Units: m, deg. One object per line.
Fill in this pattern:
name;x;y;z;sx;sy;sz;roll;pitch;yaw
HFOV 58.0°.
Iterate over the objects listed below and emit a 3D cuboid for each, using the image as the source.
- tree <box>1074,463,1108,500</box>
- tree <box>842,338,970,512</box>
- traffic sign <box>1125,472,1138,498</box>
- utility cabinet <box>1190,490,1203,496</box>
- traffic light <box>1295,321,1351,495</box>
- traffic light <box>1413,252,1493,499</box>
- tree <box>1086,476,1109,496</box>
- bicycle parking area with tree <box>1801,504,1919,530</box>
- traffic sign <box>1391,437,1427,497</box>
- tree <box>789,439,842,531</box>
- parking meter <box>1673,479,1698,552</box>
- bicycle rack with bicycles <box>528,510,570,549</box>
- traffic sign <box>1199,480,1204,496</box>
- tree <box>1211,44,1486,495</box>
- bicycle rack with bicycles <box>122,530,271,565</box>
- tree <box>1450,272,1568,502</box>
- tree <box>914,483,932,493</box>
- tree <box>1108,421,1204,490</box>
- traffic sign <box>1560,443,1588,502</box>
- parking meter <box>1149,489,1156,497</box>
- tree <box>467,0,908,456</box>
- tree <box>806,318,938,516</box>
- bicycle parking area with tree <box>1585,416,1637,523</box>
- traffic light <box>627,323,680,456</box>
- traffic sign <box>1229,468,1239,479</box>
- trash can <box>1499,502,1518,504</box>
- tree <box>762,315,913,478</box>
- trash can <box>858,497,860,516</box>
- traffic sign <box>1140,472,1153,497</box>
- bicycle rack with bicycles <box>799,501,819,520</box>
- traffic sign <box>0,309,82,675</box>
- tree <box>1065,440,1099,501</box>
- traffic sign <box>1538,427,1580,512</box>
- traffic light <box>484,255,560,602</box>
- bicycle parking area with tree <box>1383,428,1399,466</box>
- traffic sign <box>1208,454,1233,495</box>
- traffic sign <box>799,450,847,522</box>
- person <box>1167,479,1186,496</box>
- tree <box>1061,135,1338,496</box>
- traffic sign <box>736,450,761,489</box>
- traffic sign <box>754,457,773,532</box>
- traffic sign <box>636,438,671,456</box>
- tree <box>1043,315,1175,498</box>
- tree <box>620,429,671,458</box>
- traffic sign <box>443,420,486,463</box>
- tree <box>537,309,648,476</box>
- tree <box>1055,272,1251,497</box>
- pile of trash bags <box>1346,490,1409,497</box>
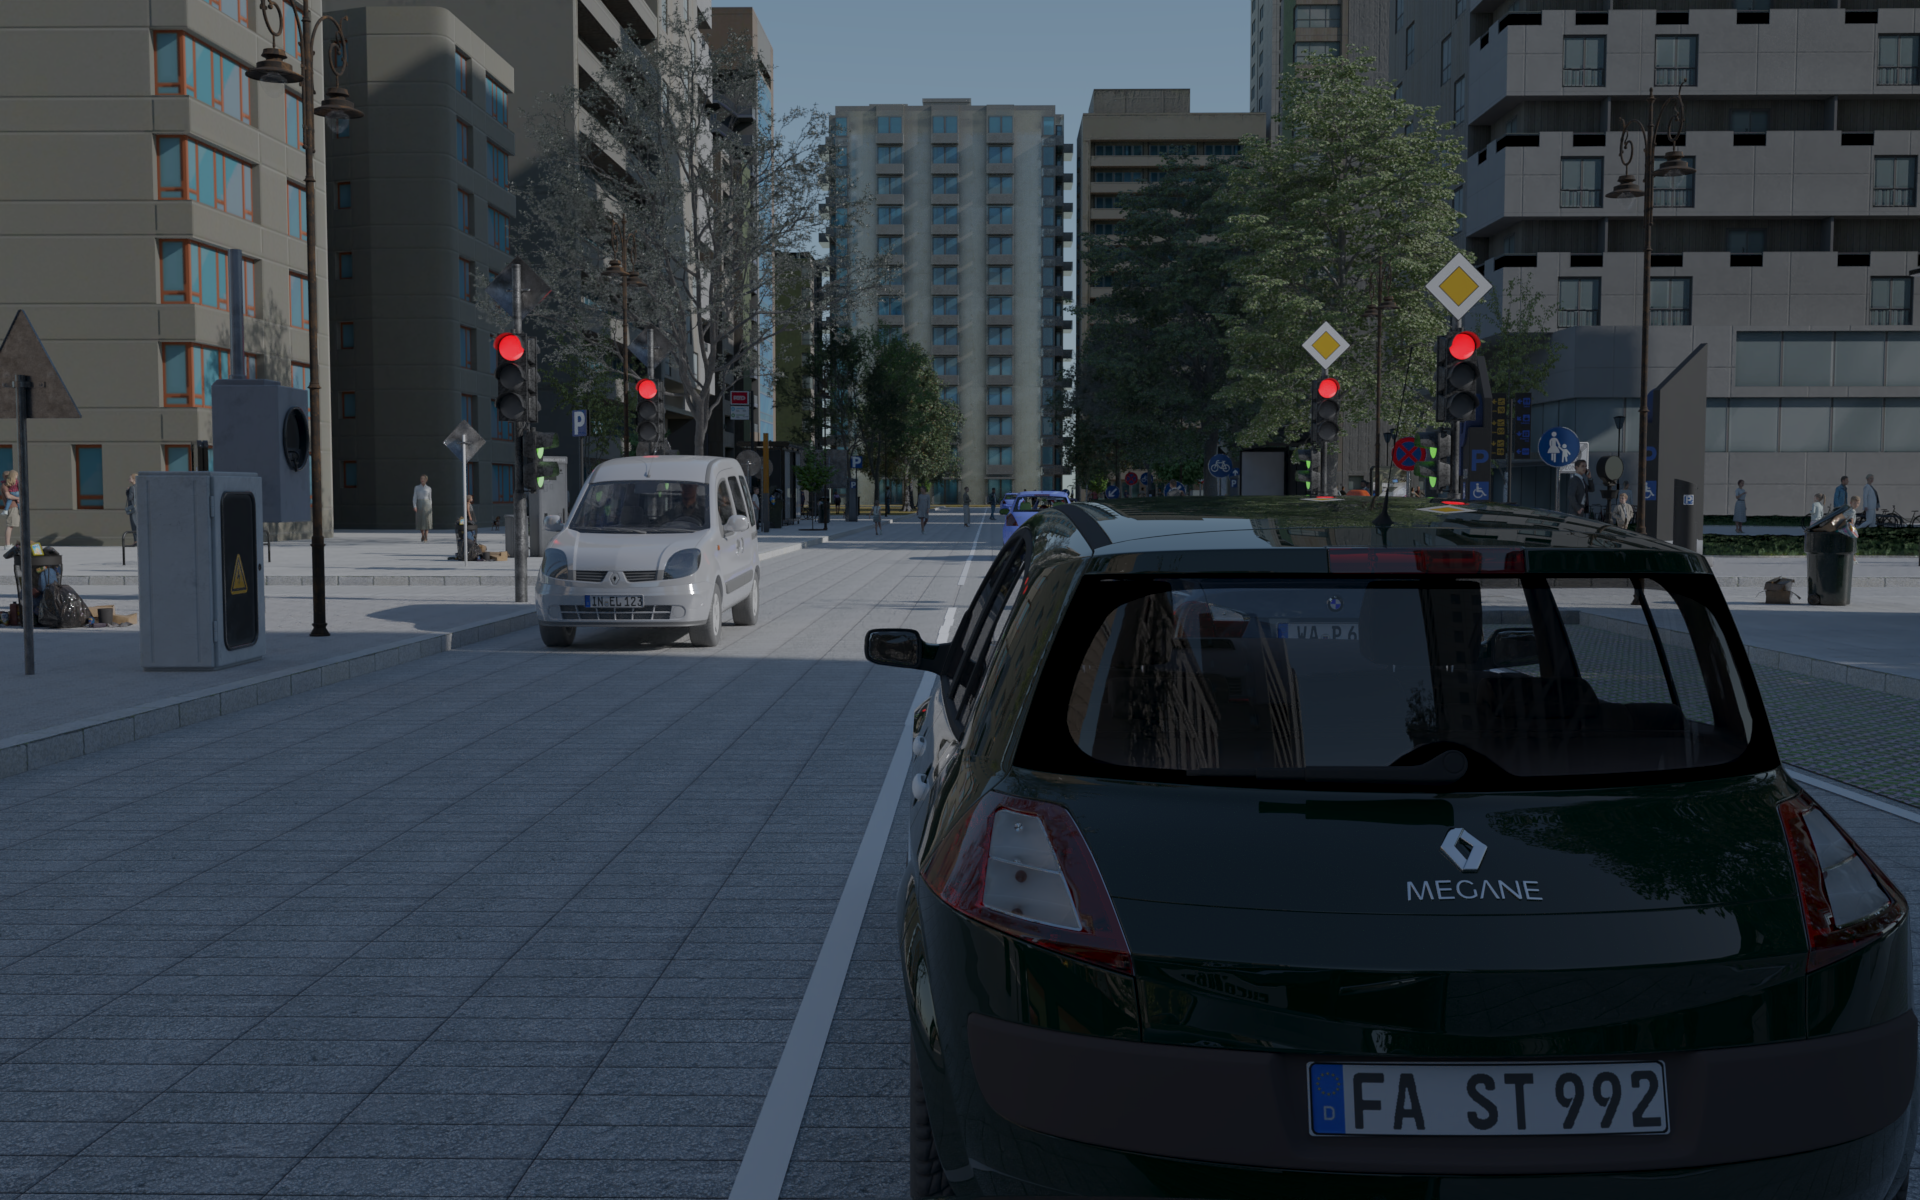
tree;11.187;-9.997;147.172;4.285;4.588;4.351;0;3;0
tree;-4.028;-12.815;126.535;9.611;12.733;9.660;0;3;0
traffic sign;9.900;-6.118;100.131;0.768;2.556;0.104;0;4;7
utility cabinet;14.059;-5.787;103.290;0.318;1.500;1.173;3;5;39
traffic light;5.915;-2.405;28.243;0.839;4.253;0.868;0;4;1
traffic light;5.770;-1.917;20.260;0.839;4.253;0.868;0;4;1
tree;9.901;-7.969;124.889;1.663;3.219;1.824;0;3;0
bicycle parking area with tree;31.743;-4.221;56.021;9.016;4.147;8.231;3;4;36
traffic sign;9.945;-2.346;38.455;0.768;2.556;0.104;0;4;8
tree;-5.282;-4.063;61.031;1.663;3.219;1.824;0;3;0
parking meter;11.989;-1.237;28.632;0.372;1.533;0.369;0;3;0
bicycle rack with bicycles;-8.475;-1.658;40.488;2.925;0.926;2.852;0;4;5
traffic sign;11.698;-5.151;84.323;0.768;2.556;0.104;0;4;3
tree;9.924;-7.724;44.407;7.486;12.596;7.792;0;3;0
bicycle rack with bicycles;-13.849;-1.136;31.958;2.852;0.926;2.925;1;4;12
tree;17.893;-6.545;57.376;4.737;8.622;4.395;0;3;0
tree;-3.371;-9.983;157.817;1.663;3.219;1.824;0;3;0
tree;9.672;-5.648;76.051;4.285;4.588;4.351;0;3;0
traffic sign;12.090;-1.966;34.269;0.606;2.300;0.079;0;4;5
parking meter;10.128;-5.069;91.292;0.372;1.533;0.369;0;3;0
tree;-6.512;-8.112;42.996;12.009;13.543;11.850;0;3;0
tree;-5.130;-10.855;103.230;9.928;11.665;9.643;0;3;0
bicycle parking area with tree;21.790;-4.742;64.526;8.231;4.147;9.016;2;4;29
traffic light;-5.044;-2.416;28.427;0.839;4.253;0.868;0;4;1
traffic sign;13.479;-5.160;84.466;0.768;2.556;0.104;0;4;6
trash can;9.423;-1.154;30.519;0.748;1.137;0.748;0;3;0
tree;-5.854;-9.545;90.468;7.601;10.594;8.767;2;4;34
trash can;-6.135;-5.458;100.889;0.748;1.137;0.748;0;3;0
traffic sign;10.884;-6.170;100.980;0.768;2.556;0.104;0;4;5
bicycle rack with bicycles;-7.926;-4.439;85.958;2.925;0.926;2.852;-1;4;-22
traffic sign;-6.611;-0.748;12.234;0.884;2.594;0.081;1;4;9
tree;10.019;-11.404;136.822;4.360;8.622;3.978;0;3;0
traffic sign;11.316;-2.000;32.798;0.768;2.556;0.104;1;4;9
traffic light;-5.190;-1.928;20.443;0.839;4.253;0.868;0;4;1
bicycle parking area with tree;19.579;-5.576;78.165;9.016;4.147;8.231;2;4;24
traffic sign;8.240;-3.351;54.888;0.768;2.556;0.104;0;4;3
traffic sign;-6.295;-5.216;79.159;2.265;3.308;0.079;0;4;4
person;5.839;-2.345;46.812;0.622;1.834;0.822;-2;4;-30
tree;8.780;-9.456;61.269;9.857;13.997;8.962;0;3;0
traffic sign;-6.120;-3.052;50.012;0.768;2.556;0.104;1;4;9
traffic sign;-6.752;-3.604;59.031;0.768;2.556;0.104;0;4;7
traffic sign;-6.526;-2.250;36.896;0.768;2.556;0.104;0;4;6
tree;10.120;-11.870;111.083;9.611;12.733;9.660;0;3;0
tree;-13.986;-5.838;79.169;4.285;4.588;4.351;0;3;0
traffic sign;-8.769;-1.891;30.649;0.795;2.593;0.064;1;4;8
tree;-14.110;-7.136;67.042;4.737;8.622;4.395;0;3;0
tree;10.085;-11.135;92.427;12.009;13.543;11.850;0;3;0
pile of trash bags;9.769;-1.670;37.051;3.447;1.369;1.912;3;5;40
